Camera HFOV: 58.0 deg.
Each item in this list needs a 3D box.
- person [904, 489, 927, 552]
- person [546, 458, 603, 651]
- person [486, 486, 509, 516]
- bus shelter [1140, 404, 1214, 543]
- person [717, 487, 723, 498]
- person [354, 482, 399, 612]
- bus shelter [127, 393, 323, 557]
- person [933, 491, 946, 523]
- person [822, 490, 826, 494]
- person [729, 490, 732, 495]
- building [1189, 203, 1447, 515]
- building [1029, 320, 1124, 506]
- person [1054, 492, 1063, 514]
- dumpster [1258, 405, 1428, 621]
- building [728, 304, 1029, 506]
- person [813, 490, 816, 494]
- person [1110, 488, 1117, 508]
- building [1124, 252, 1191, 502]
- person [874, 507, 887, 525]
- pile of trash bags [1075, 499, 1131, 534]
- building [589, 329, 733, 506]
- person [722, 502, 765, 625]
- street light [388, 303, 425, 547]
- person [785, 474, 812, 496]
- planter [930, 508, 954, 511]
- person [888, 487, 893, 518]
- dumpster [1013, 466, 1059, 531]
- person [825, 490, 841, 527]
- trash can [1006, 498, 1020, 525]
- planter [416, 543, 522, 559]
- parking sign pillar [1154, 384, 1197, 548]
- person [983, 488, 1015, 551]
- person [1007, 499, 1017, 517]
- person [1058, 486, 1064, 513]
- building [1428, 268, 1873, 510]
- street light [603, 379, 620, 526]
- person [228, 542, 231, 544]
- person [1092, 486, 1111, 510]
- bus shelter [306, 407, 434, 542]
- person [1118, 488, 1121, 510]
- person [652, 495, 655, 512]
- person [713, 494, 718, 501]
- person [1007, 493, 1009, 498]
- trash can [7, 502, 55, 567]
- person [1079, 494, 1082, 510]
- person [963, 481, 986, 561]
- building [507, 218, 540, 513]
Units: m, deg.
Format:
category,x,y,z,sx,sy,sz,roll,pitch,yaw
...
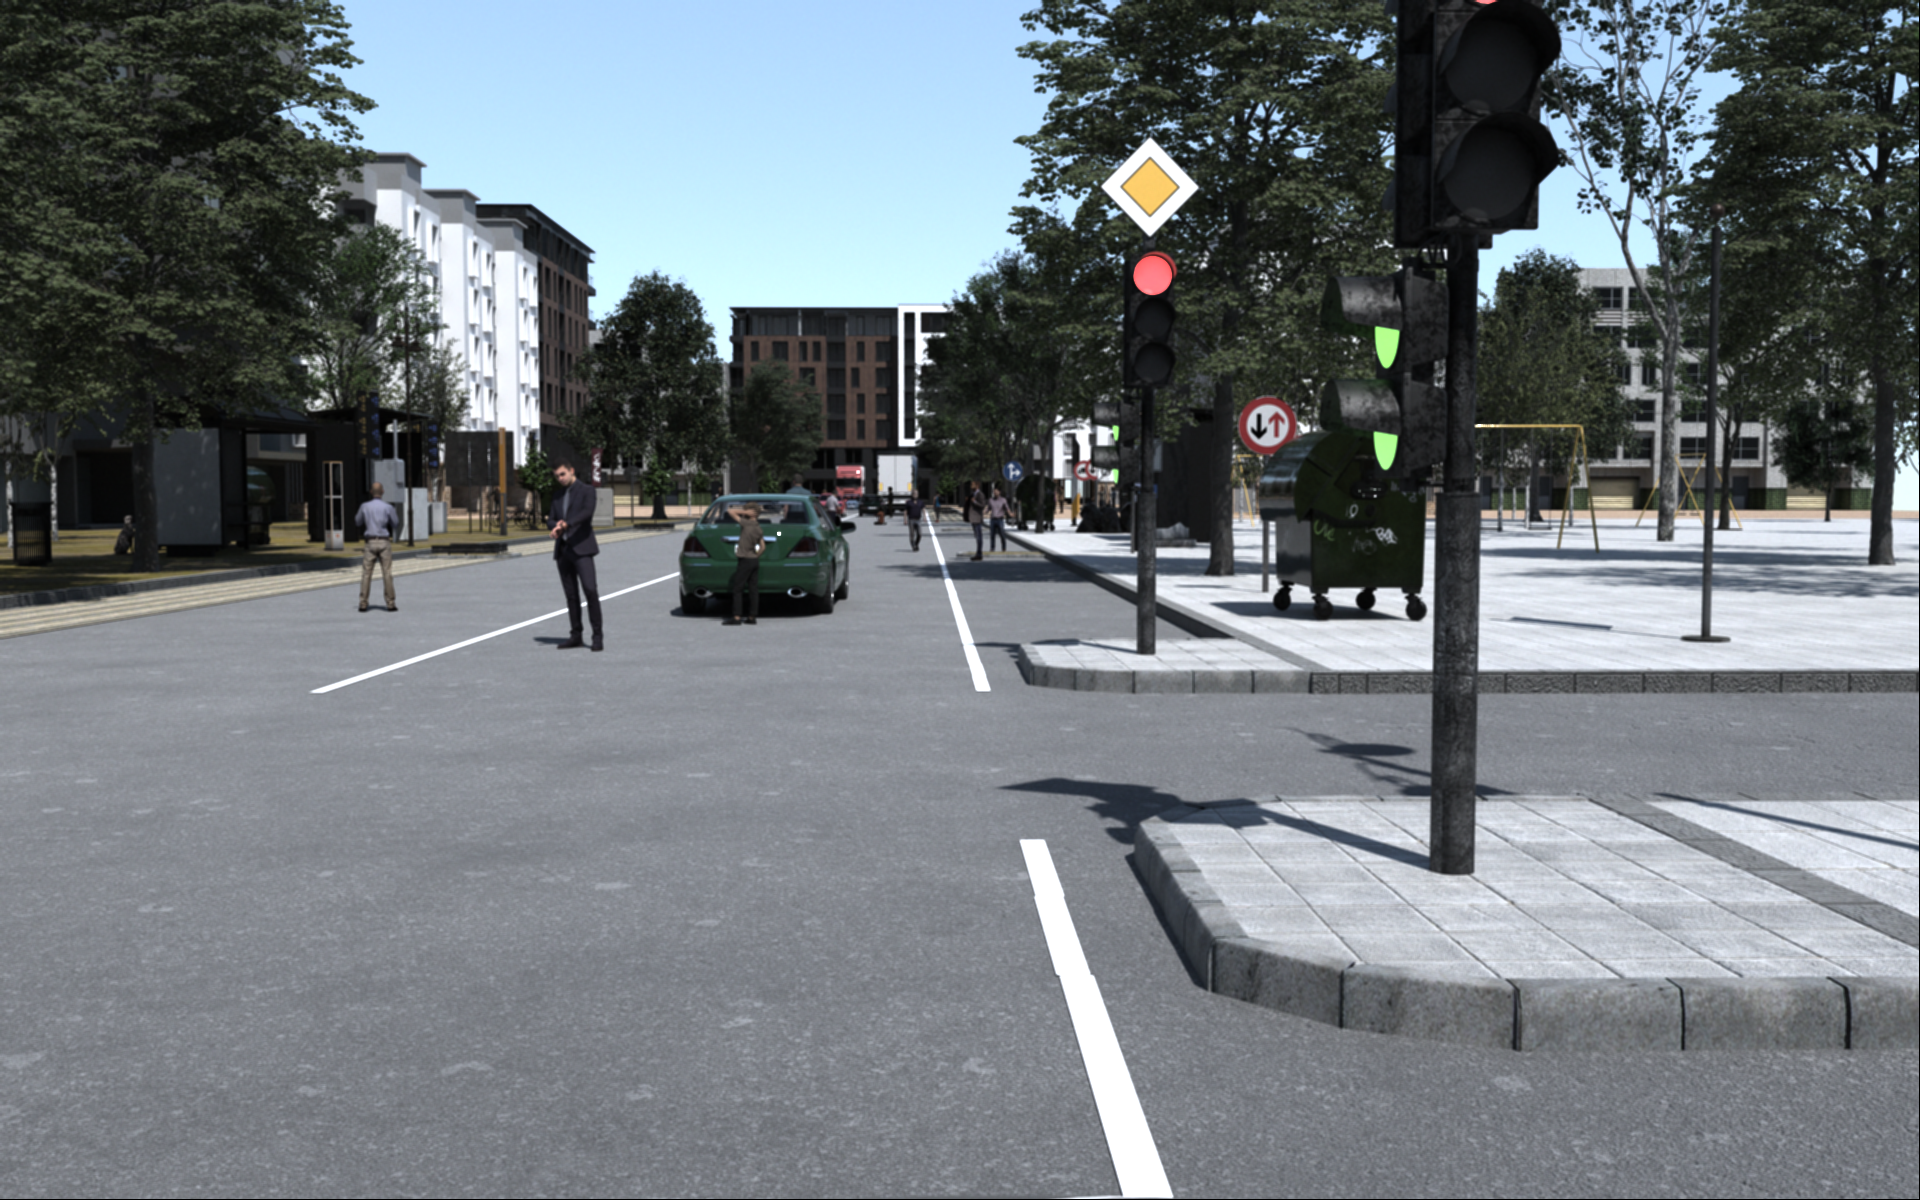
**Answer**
category,x,y,z,sx,sy,sz,roll,pitch,yaw
person,-1.062,-1.980,43.075,0.569,1.553,0.471,1,4,22
person,-3.578,-0.428,15.943,0.683,1.767,0.568,2,4,24
person,-27.557,-5.944,103.250,1.348,1.821,0.705,-1,4,-16
bus shelter,5.983,-3.488,48.314,1.731,3.624,6.357,0,4,-1
person,-16.773,-6.968,120.490,0.721,1.766,1.217,0,4,-1
person,-7.120,-0.646,21.132,0.516,1.574,0.319,-1,4,-9
bus shelter,-15.776,-2.674,37.639,2.014,3.302,5.546,0,4,-1
person,-1.090,-4.695,87.126,0.647,1.594,0.662,-3,5,-44
person,-9.566,-6.971,123.188,1.217,1.743,0.721,3,5,45
person,-22.499,-9.861,169.716,0.705,1.826,1.348,0,4,8
building,23.303,-15.708,113.245,16.016,20.091,11.380,0,4,-1
building,13.256,-20.698,194.826,11.380,20.091,16.016,0,4,-1
person,5.999,-6.372,110.904,1.217,1.739,0.721,-1,4,-11
dumpster,4.070,-0.965,18.267,1.502,2.255,1.985,0,4,-1
building,-9.142,-21.783,200.122,32.646,21.610,27.936,0,4,-1
person,-13.140,-9.002,155.689,0.705,1.822,1.348,0,4,-8
person,14.212,-9.450,160.542,0.705,1.826,1.348,2,4,33
building,22.985,-16.452,135.443,16.747,18.905,31.486,0,4,-1
person,-3.800,-3.913,80.764,0.655,0.850,0.859,2,4,35
pile of trash bags,5.315,-2.870,56.681,1.912,1.369,3.447,-2,4,-31
building,-41.077,-20.044,194.180,31.486,18.905,16.747,0,4,-1
person,-2.379,-0.405,19.037,0.340,1.345,0.435,2,4,24
street light,-13.394,-4.238,42.075,0.468,5.910,1.993,0,4,-1
person,-2.992,-1.458,32.459,0.598,1.807,0.434,0,4,7
planter,-1.488,-7.496,143.700,1.991,0.319,1.994,0,4,-1
person,-4.136,-5.747,102.098,0.705,1.869,1.348,0,4,-3
dumpster,2.668,-3.587,61.133,1.502,2.255,1.985,0,4,-1
person,-3.645,-2.371,49.474,0.590,1.554,0.614,-3,4,-38
trash can,2.179,-3.629,70.984,0.748,1.137,0.748,0,3,0
planter,-10.985,-1.093,39.010,1.991,0.319,1.994,0,4,-1
parking sign pillar,5.036,-3.279,42.090,1.447,3.967,1.447,3,5,42
person,0.867,-1.875,41.117,0.963,1.587,0.435,1,4,11
person,3.092,-5.529,97.234,0.721,1.735,1.217,-3,5,-40
person,6.739,-6.696,115.624,0.705,1.812,1.348,1,4,9
building,55.958,-16.977,144.038,31.486,18.905,16.747,0,4,-1
street light,-13.978,-5.921,69.595,0.468,5.910,1.993,0,4,-1
person,-18.994,-2.314,44.547,0.551,1.740,0.621,2,4,30
person,7.614,-5.301,93.437,1.217,1.735,0.721,3,4,37
bus shelter,-16.552,-3.526,48.940,1.731,3.624,6.357,0,4,-1
person,12.596,-7.823,134.671,0.721,1.735,1.217,-1,4,-21
person,-18.012,-5.870,102.739,0.721,1.735,1.217,1,4,17
person,-21.387,-8.791,152.957,0.799,1.438,0.628,-3,5,-41
person,3.146,-6.006,107.473,0.421,1.427,0.697,-1,4,-12
trash can,-16.498,-1.170,30.785,0.748,1.137,0.748,0,3,0
person,9.613,-8.094,139.096,0.721,1.743,1.217,-1,4,-13
person,0.302,-1.713,37.321,0.431,1.722,0.655,-1,4,-9
building,-36.946,-15.930,116.877,16.016,20.091,11.380,0,4,-1
